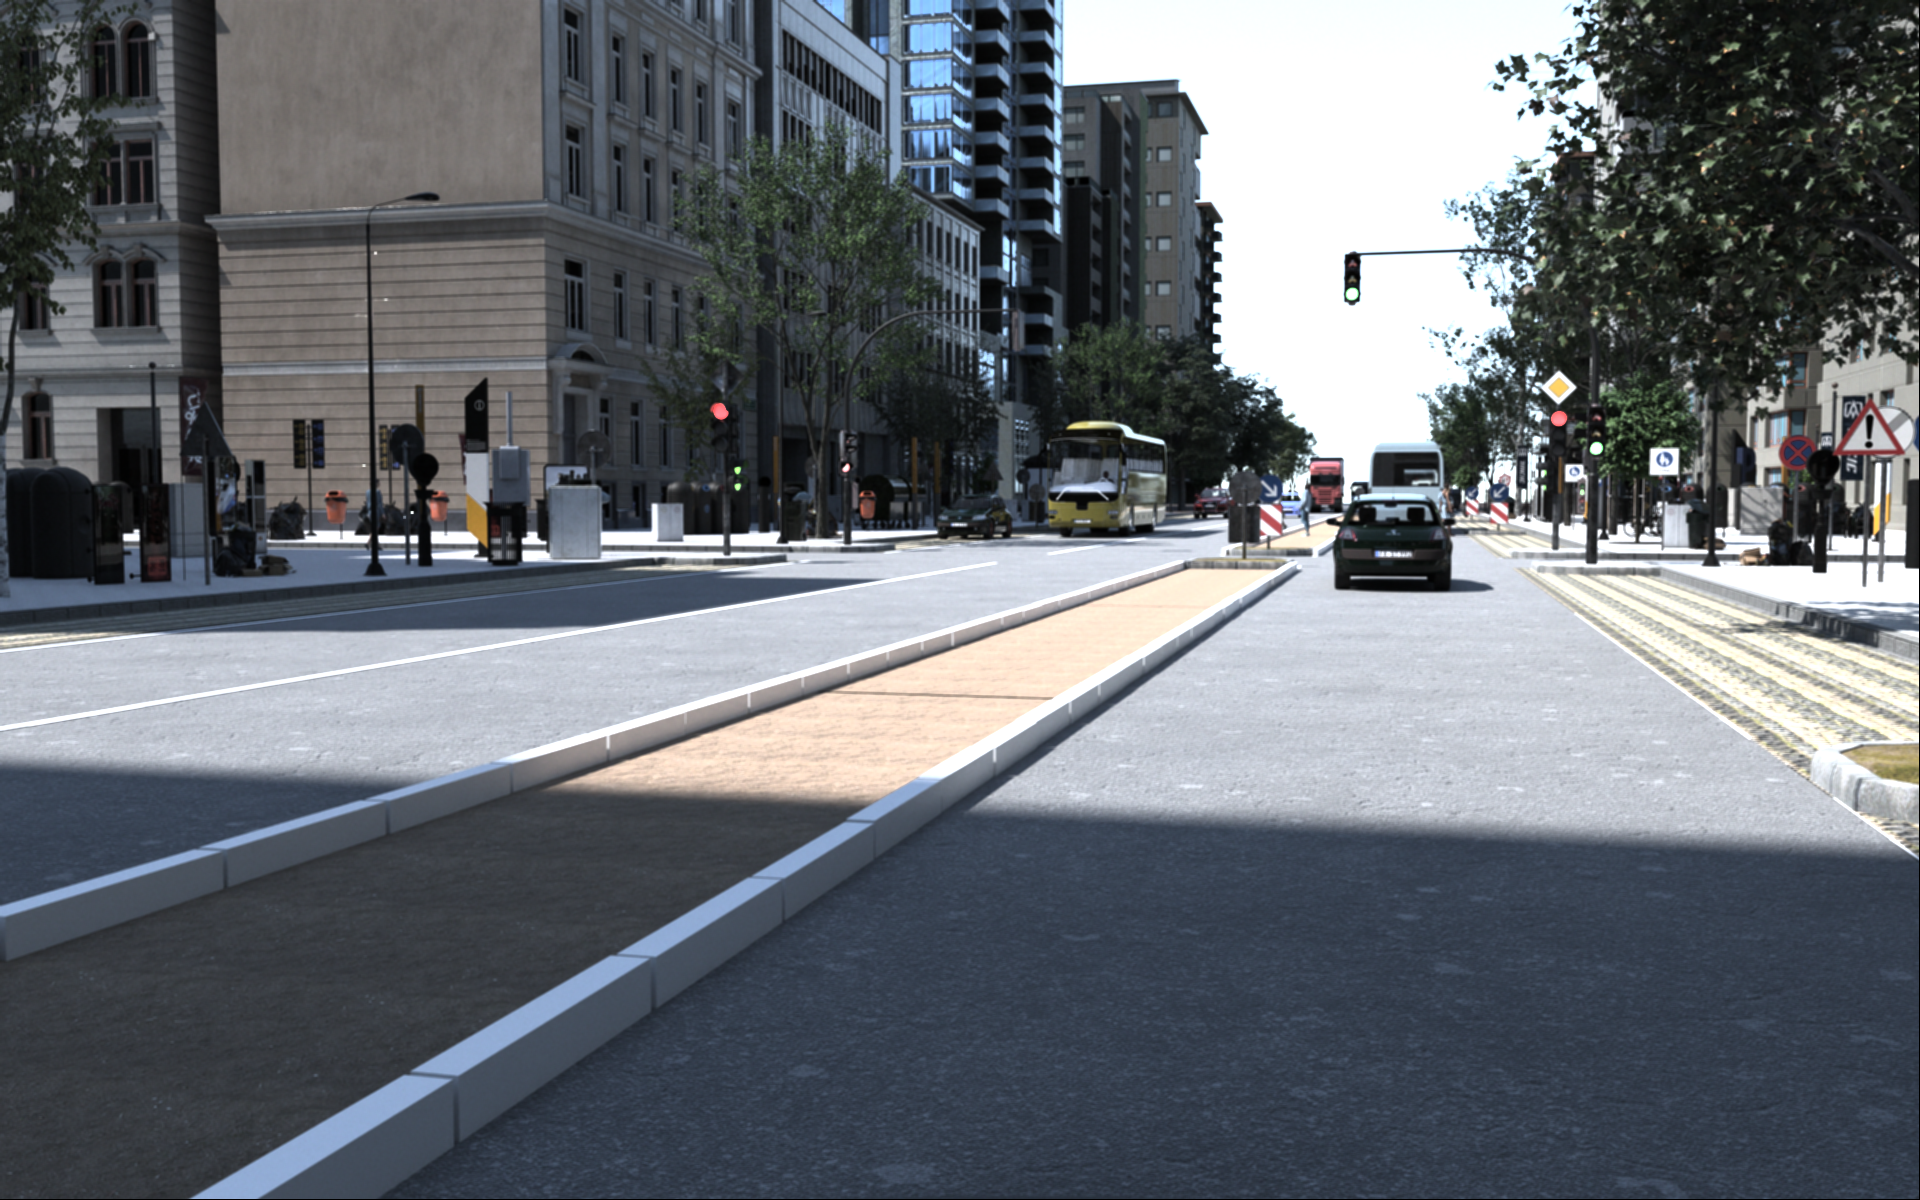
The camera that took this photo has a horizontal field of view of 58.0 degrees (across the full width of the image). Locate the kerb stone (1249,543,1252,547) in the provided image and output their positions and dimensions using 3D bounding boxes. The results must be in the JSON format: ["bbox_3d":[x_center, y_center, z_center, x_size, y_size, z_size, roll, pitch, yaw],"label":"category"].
[{"bbox_3d":[7.599,-1.458,46.027,0.120,0.150,1.000,1,4,14],"label":"kerb stone"}]

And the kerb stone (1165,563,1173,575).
[{"bbox_3d":[3.603,-0.511,30.617,0.120,0.150,1.000,1,4,14],"label":"kerb stone"}]

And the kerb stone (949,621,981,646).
[{"bbox_3d":[0.004,0.336,16.703,0.120,0.150,1.000,1,4,14],"label":"kerb stone"}]

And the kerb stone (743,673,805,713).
[{"bbox_3d":[-1.295,0.640,11.727,0.120,0.150,1.000,1,4,14],"label":"kerb stone"}]

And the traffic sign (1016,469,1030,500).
[{"bbox_3d":[3.165,-5.333,87.305,0.768,2.556,0.104,1,4,22],"label":"traffic sign"}]

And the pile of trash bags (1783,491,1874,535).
[{"bbox_3d":[27.253,-2.772,55.080,3.447,1.369,1.912,-1,4,-14],"label":"pile of trash bags"}]

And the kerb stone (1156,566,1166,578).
[{"bbox_3d":[3.355,-0.454,29.624,0.120,0.150,1.000,1,4,14],"label":"kerb stone"}]

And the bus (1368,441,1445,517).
[{"bbox_3d":[17.323,-4.416,67.060,2.948,3.499,13.247,1,4,15],"label":"bus"}]

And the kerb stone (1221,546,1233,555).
[{"bbox_3d":[6.313,-1.151,41.074,0.120,0.150,1.000,1,4,14],"label":"kerb stone"}]

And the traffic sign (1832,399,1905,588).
[{"bbox_3d":[12.417,-1.450,23.709,0.884,2.594,0.081,1,4,21],"label":"traffic sign"}]

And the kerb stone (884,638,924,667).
[{"bbox_3d":[-0.520,0.458,14.699,0.120,0.150,1.000,1,4,14],"label":"kerb stone"}]

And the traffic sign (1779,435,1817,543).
[{"bbox_3d":[18.095,-2.285,37.472,0.768,2.556,0.104,1,4,15],"label":"traffic sign"}]

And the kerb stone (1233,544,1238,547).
[{"bbox_3d":[6.571,-1.215,42.063,0.120,0.150,1.000,1,4,14],"label":"kerb stone"}]

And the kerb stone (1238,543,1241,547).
[{"bbox_3d":[6.825,-1.276,43.054,0.120,0.150,1.000,1,4,14],"label":"kerb stone"}]

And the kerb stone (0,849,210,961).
[{"bbox_3d":[-2.836,1.007,5.769,0.120,0.150,1.000,1,4,14],"label":"kerb stone"}]

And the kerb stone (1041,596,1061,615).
[{"bbox_3d":[1.023,0.093,20.676,0.120,0.150,1.000,1,4,14],"label":"kerb stone"}]

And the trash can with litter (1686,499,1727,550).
[{"bbox_3d":[17.268,-1.748,39.961,0.624,1.170,1.055,-1,4,-17],"label":"trash can with litter"}]

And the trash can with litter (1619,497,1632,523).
[{"bbox_3d":[29.917,-4.038,77.416,1.055,1.170,0.624,-3,5,-45],"label":"trash can with litter"}]

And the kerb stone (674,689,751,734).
[{"bbox_3d":[-1.553,0.701,10.731,0.120,0.150,1.000,1,4,14],"label":"kerb stone"}]

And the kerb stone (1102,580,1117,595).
[{"bbox_3d":[2.055,-0.150,24.650,0.120,0.150,1.000,1,4,14],"label":"kerb stone"}]

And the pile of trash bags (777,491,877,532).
[{"bbox_3d":[-4.568,-3.031,59.316,3.447,1.369,1.912,0,4,-1],"label":"pile of trash bags"}]

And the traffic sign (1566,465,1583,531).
[{"bbox_3d":[21.315,-3.547,60.121,0.606,2.300,0.079,1,4,19],"label":"traffic sign"}]

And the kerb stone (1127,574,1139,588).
[{"bbox_3d":[2.577,-0.272,26.647,0.120,0.150,1.000,1,4,14],"label":"kerb stone"}]

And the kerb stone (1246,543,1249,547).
[{"bbox_3d":[7.335,-1.396,45.038,0.120,0.150,1.000,1,4,14],"label":"kerb stone"}]

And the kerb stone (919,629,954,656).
[{"bbox_3d":[-0.259,0.399,15.692,0.120,0.150,1.000,1,4,14],"label":"kerb stone"}]

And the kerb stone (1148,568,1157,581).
[{"bbox_3d":[3.090,-0.391,28.627,0.120,0.150,1.000,1,4,14],"label":"kerb stone"}]

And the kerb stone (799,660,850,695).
[{"bbox_3d":[-1.038,0.582,12.719,0.120,0.150,1.000,1,4,14],"label":"kerb stone"}]

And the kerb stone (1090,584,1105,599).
[{"bbox_3d":[1.802,-0.085,23.660,0.120,0.150,1.000,1,4,14],"label":"kerb stone"}]

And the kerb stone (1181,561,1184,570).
[{"bbox_3d":[4.116,-0.637,32.603,0.120,0.150,1.000,1,4,14],"label":"kerb stone"}]

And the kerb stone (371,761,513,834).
[{"bbox_3d":[-2.318,0.883,7.752,0.120,0.150,1.000,1,4,14],"label":"kerb stone"}]

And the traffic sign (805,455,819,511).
[{"bbox_3d":[-4.776,-3.477,56.952,0.768,2.556,0.104,1,4,21],"label":"traffic sign"}]

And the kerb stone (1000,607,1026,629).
[{"bbox_3d":[0.517,0.214,18.694,0.120,0.150,1.000,1,4,14],"label":"kerb stone"}]

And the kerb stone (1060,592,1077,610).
[{"bbox_3d":[1.286,0.035,21.666,0.120,0.150,1.000,1,4,14],"label":"kerb stone"}]

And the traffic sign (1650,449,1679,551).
[{"bbox_3d":[15.774,-2.245,38.829,0.606,2.300,0.079,1,4,23],"label":"traffic sign"}]

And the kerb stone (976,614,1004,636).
[{"bbox_3d":[0.254,0.277,17.702,0.120,0.150,1.000,1,4,14],"label":"kerb stone"}]

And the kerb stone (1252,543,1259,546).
[{"bbox_3d":[8.114,-1.579,48.006,0.120,0.150,1.000,1,4,14],"label":"kerb stone"}]

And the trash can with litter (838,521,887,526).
[{"bbox_3d":[-3.811,-3.584,69.657,2.233,1.210,1.678,0,4,-5],"label":"trash can with litter"}]

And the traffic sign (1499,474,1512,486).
[{"bbox_3d":[34.675,-6.732,110.177,0.768,2.556,0.104,1,4,22],"label":"traffic sign"}]

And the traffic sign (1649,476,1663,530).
[{"bbox_3d":[24.847,-3.808,62.263,0.884,2.594,0.081,1,4,22],"label":"traffic sign"}]

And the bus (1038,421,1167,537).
[{"bbox_3d":[5.368,-4.299,61.827,2.896,3.916,12.252,1,4,14],"label":"bus"}]

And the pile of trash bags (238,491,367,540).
[{"bbox_3d":[-18.857,-2.383,48.710,3.447,1.369,1.912,0,4,7],"label":"pile of trash bags"}]

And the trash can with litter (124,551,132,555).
[{"bbox_3d":[-18.189,-1.525,35.990,1.678,1.210,2.233,2,4,27],"label":"trash can with litter"}]

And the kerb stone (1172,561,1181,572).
[{"bbox_3d":[3.860,-0.576,31.611,0.120,0.150,1.000,1,4,14],"label":"kerb stone"}]

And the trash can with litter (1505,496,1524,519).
[{"bbox_3d":[28.241,-4.725,88.642,0.624,1.170,1.055,0,4,-2],"label":"trash can with litter"}]

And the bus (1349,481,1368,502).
[{"bbox_3d":[55.252,-14.921,238.818,2.948,3.499,13.247,1,4,13],"label":"bus"}]

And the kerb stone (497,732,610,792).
[{"bbox_3d":[-2.063,0.822,8.750,0.120,0.150,1.000,1,4,14],"label":"kerb stone"}]

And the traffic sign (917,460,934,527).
[{"bbox_3d":[-1.434,-4.080,66.712,0.884,2.594,0.081,1,4,20],"label":"traffic sign"}]

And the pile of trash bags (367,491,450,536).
[{"bbox_3d":[-17.149,-2.691,53.752,3.447,1.369,1.912,2,4,30],"label":"pile of trash bags"}]

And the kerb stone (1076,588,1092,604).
[{"bbox_3d":[1.541,-0.022,22.662,0.120,0.150,1.000,1,4,14],"label":"kerb stone"}]

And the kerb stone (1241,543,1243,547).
[{"bbox_3d":[7.083,-1.337,44.048,0.120,0.150,1.000,1,4,14],"label":"kerb stone"}]

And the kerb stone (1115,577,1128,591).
[{"bbox_3d":[2.315,-0.211,25.647,0.120,0.150,1.000,1,4,14],"label":"kerb stone"}]

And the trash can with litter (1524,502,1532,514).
[{"bbox_3d":[36.342,-6.037,110.094,1.055,1.170,0.624,2,4,34],"label":"trash can with litter"}]

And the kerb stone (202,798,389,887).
[{"bbox_3d":[-2.580,0.944,6.759,0.120,0.150,1.000,1,4,14],"label":"kerb stone"}]

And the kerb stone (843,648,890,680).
[{"bbox_3d":[-0.779,0.520,13.710,0.120,0.150,1.000,1,4,14],"label":"kerb stone"}]

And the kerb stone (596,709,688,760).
[{"bbox_3d":[-1.803,0.762,9.739,0.120,0.150,1.000,1,4,14],"label":"kerb stone"}]

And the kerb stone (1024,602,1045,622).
[{"bbox_3d":[0.777,0.159,19.684,0.120,0.150,1.000,1,4,14],"label":"kerb stone"}]

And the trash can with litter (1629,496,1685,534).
[{"bbox_3d":[22.408,-2.704,55.276,2.233,1.210,1.678,0,4,1],"label":"trash can with litter"}]

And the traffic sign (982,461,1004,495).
[{"bbox_3d":[1.261,-4.096,66.975,0.884,2.594,0.081,1,4,16],"label":"traffic sign"}]

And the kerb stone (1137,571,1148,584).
[{"bbox_3d":[2.834,-0.333,27.637,0.120,0.150,1.000,1,4,14],"label":"kerb stone"}]
